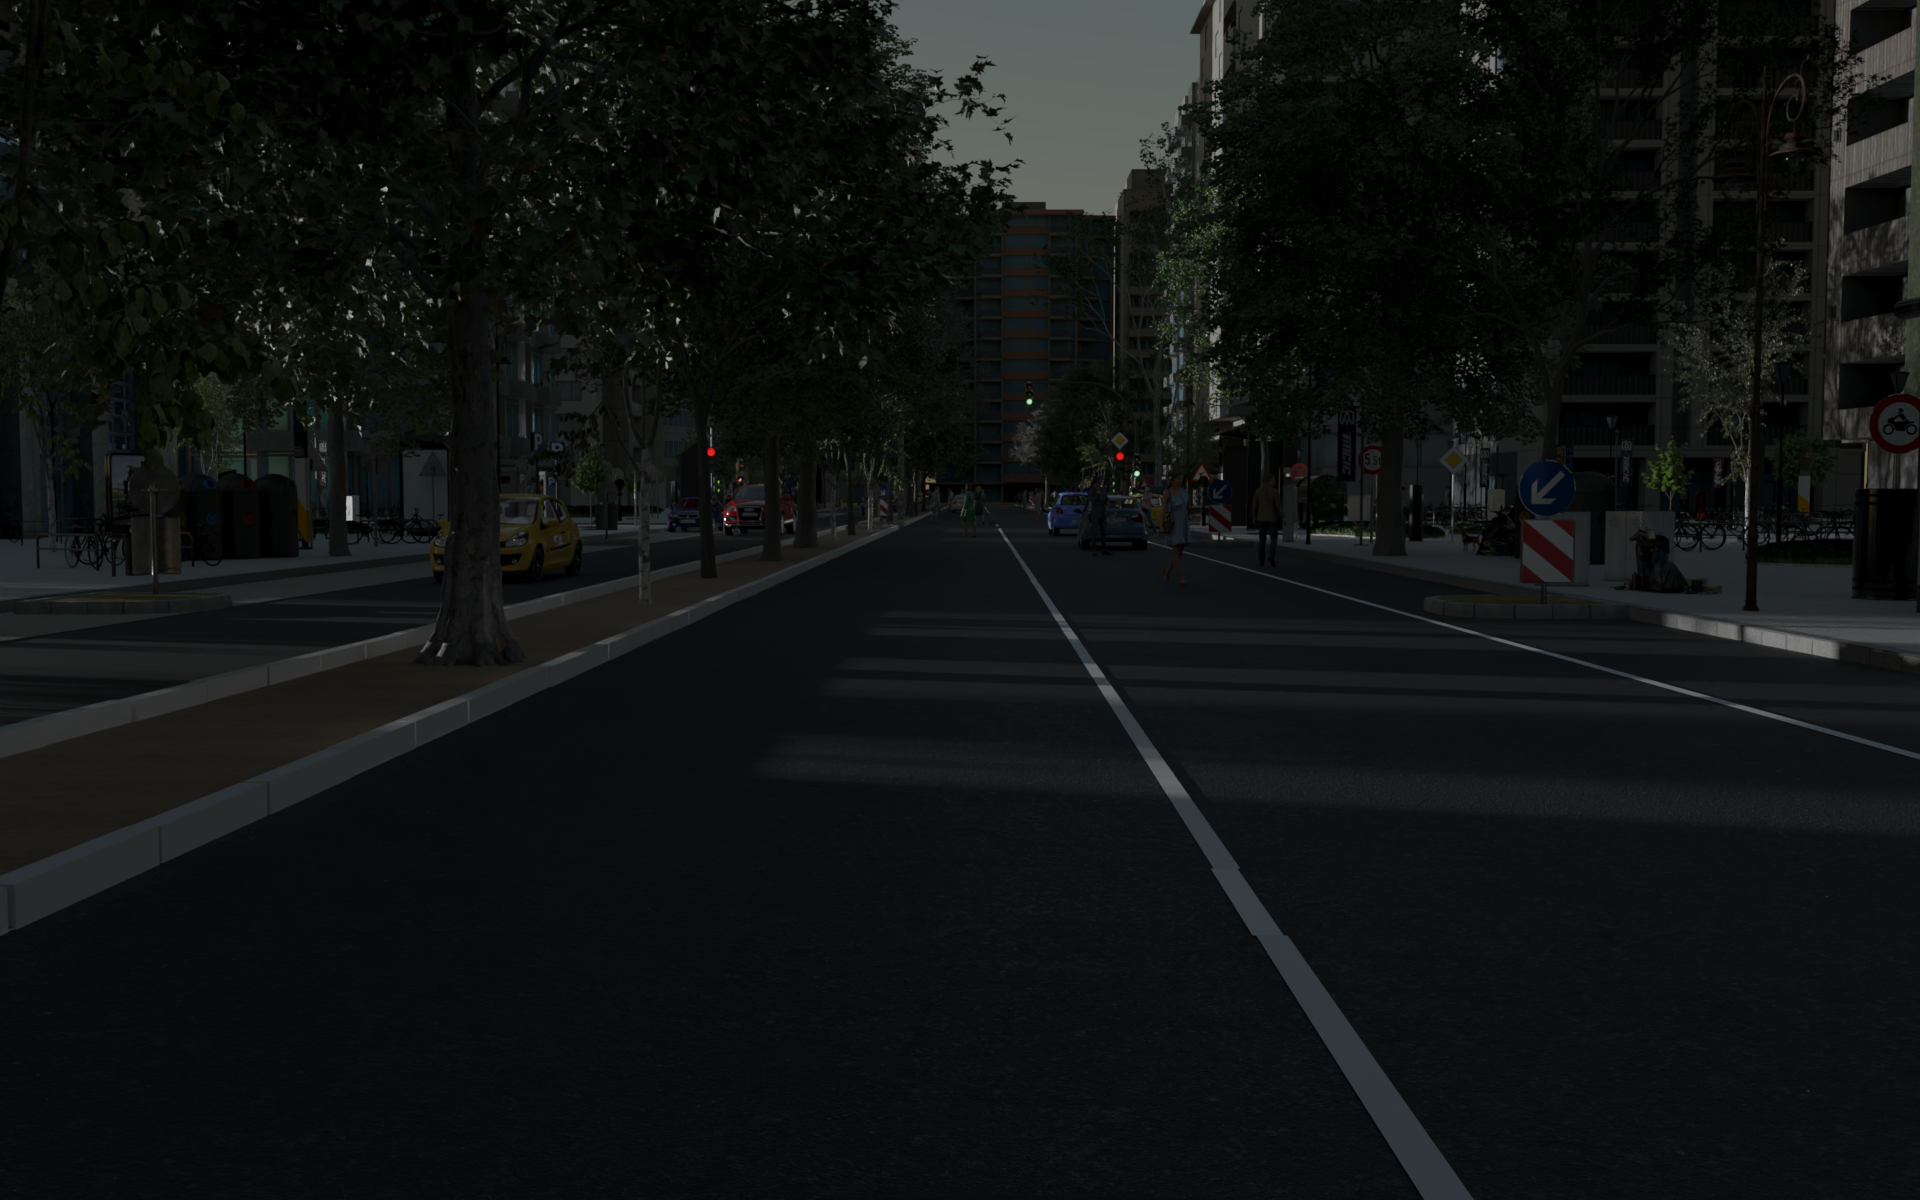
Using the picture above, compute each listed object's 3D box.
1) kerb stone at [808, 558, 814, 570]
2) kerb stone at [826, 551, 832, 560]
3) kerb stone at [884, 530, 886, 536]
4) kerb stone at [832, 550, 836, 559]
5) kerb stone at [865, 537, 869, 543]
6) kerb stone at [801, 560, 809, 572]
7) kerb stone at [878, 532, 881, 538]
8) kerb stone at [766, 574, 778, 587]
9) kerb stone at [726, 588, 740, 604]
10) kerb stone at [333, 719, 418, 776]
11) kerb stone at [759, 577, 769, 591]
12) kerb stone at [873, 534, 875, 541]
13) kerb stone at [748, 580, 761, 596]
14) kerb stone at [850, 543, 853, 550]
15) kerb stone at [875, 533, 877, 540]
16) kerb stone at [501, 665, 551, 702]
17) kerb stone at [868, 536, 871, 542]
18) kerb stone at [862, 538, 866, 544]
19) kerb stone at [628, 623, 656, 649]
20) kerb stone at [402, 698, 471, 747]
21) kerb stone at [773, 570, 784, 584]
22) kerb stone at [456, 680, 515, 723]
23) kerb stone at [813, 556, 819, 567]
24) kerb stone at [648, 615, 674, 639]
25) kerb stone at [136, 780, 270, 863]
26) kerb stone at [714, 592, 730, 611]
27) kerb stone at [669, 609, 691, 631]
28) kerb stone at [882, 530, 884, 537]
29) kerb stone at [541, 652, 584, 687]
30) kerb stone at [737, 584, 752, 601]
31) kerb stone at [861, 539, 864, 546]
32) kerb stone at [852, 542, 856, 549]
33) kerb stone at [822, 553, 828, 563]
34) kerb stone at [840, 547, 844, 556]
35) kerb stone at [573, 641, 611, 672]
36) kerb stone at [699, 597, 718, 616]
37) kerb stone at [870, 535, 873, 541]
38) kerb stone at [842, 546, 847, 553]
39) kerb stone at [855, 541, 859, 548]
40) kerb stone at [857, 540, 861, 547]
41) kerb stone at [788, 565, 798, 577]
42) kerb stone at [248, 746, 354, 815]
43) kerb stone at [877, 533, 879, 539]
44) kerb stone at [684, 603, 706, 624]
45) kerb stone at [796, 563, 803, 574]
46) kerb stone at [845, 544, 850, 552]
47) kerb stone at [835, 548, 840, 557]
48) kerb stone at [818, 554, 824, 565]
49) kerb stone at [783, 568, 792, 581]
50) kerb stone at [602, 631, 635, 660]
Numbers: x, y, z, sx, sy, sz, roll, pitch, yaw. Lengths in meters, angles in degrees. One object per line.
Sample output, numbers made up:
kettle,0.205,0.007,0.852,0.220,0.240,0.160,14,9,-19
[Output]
kerb stone,-2.916,-0.650,32.821,0.120,0.150,1.000,0,4,1
kerb stone,-2.880,-0.900,36.909,0.120,0.150,1.000,0,4,1
kerb stone,-2.675,-2.215,58.441,0.120,0.150,1.000,0,4,1
kerb stone,-2.877,-0.962,37.931,0.120,0.150,1.000,0,4,1
kerb stone,-2.759,-1.644,49.217,0.120,0.150,1.000,0,4,1
kerb stone,-2.925,-0.587,31.796,0.120,0.150,1.000,0,4,1
kerb stone,-2.701,-2.029,55.368,0.120,0.150,1.000,0,4,1
kerb stone,-2.966,-0.270,26.675,0.120,0.150,1.000,0,4,1
kerb stone,-3.024,-0.023,22.577,0.120,0.150,1.000,0,4,1
kerb stone,-3.135,0.791,9.260,0.120,0.150,1.000,0,4,1
kerb stone,-2.982,-0.201,25.646,0.120,0.150,1.000,0,4,1
kerb stone,-2.735,-1.838,52.296,0.120,0.150,1.000,0,4,1
kerb stone,-2.984,-0.148,24.623,0.120,0.150,1.000,0,4,1
kerb stone,-2.820,-1.276,43.052,0.120,0.150,1.000,0,4,1
kerb stone,-2.716,-1.904,53.323,0.120,0.150,1.000,0,4,1
kerb stone,-3.112,0.603,12.331,0.120,0.150,1.000,0,4,1
kerb stone,-2.754,-1.715,50.241,0.120,0.150,1.000,0,4,1
kerb stone,-2.773,-1.590,48.186,0.120,0.150,1.000,0,4,1
kerb stone,-3.065,0.354,16.433,0.120,0.150,1.000,0,4,1
kerb stone,-3.128,0.729,10.283,0.120,0.150,1.000,0,4,1
kerb stone,-2.965,-0.336,27.696,0.120,0.150,1.000,0,4,1
kerb stone,-3.118,0.668,11.309,0.120,0.150,1.000,0,4,1
kerb stone,-2.908,-0.711,33.843,0.120,0.150,1.000,0,4,1
kerb stone,-3.055,0.289,17.465,0.120,0.150,1.000,0,4,1
kerb stone,-3.151,0.920,7.214,0.120,0.150,1.000,0,4,1
kerb stone,-3.023,0.039,21.555,0.120,0.150,1.000,0,4,1
kerb stone,-3.042,0.227,18.487,0.120,0.150,1.000,0,4,1
kerb stone,-2.682,-2.154,57.419,0.120,0.150,1.000,0,4,1
kerb stone,-3.091,0.541,13.353,0.120,0.150,1.000,0,4,1
kerb stone,-2.999,-0.086,23.601,0.120,0.150,1.000,0,4,1
kerb stone,-2.780,-1.527,47.156,0.120,0.150,1.000,0,4,1
kerb stone,-2.819,-1.338,44.078,0.120,0.150,1.000,0,4,1
kerb stone,-2.886,-0.837,35.887,0.120,0.150,1.000,0,4,1
kerb stone,-2.844,-1.088,39.980,0.120,0.150,1.000,0,4,1
kerb stone,-3.088,0.478,14.380,0.120,0.150,1.000,0,4,1
kerb stone,-3.030,0.103,20.531,0.120,0.150,1.000,0,4,1
kerb stone,-2.741,-1.777,51.263,0.120,0.150,1.000,0,4,1
kerb stone,-2.837,-1.148,41.007,0.120,0.150,1.000,0,4,1
kerb stone,-2.797,-1.401,45.101,0.120,0.150,1.000,0,4,1
kerb stone,-2.794,-1.461,46.135,0.120,0.150,1.000,0,4,1
kerb stone,-2.943,-0.461,29.740,0.120,0.150,1.000,0,4,1
kerb stone,-3.137,0.855,8.238,0.120,0.150,1.000,0,4,1
kerb stone,-2.711,-1.966,54.346,0.120,0.150,1.000,0,4,1
kerb stone,-3.029,0.165,19.509,0.120,0.150,1.000,0,4,1
kerb stone,-2.942,-0.524,30.762,0.120,0.150,1.000,0,4,1
kerb stone,-2.831,-1.210,42.030,0.120,0.150,1.000,0,4,1
kerb stone,-2.851,-1.025,38.955,0.120,0.150,1.000,0,4,1
kerb stone,-2.900,-0.775,34.865,0.120,0.150,1.000,0,4,1
kerb stone,-2.948,-0.396,28.718,0.120,0.150,1.000,0,4,1
kerb stone,-3.073,0.416,15.402,0.120,0.150,1.000,0,4,1
